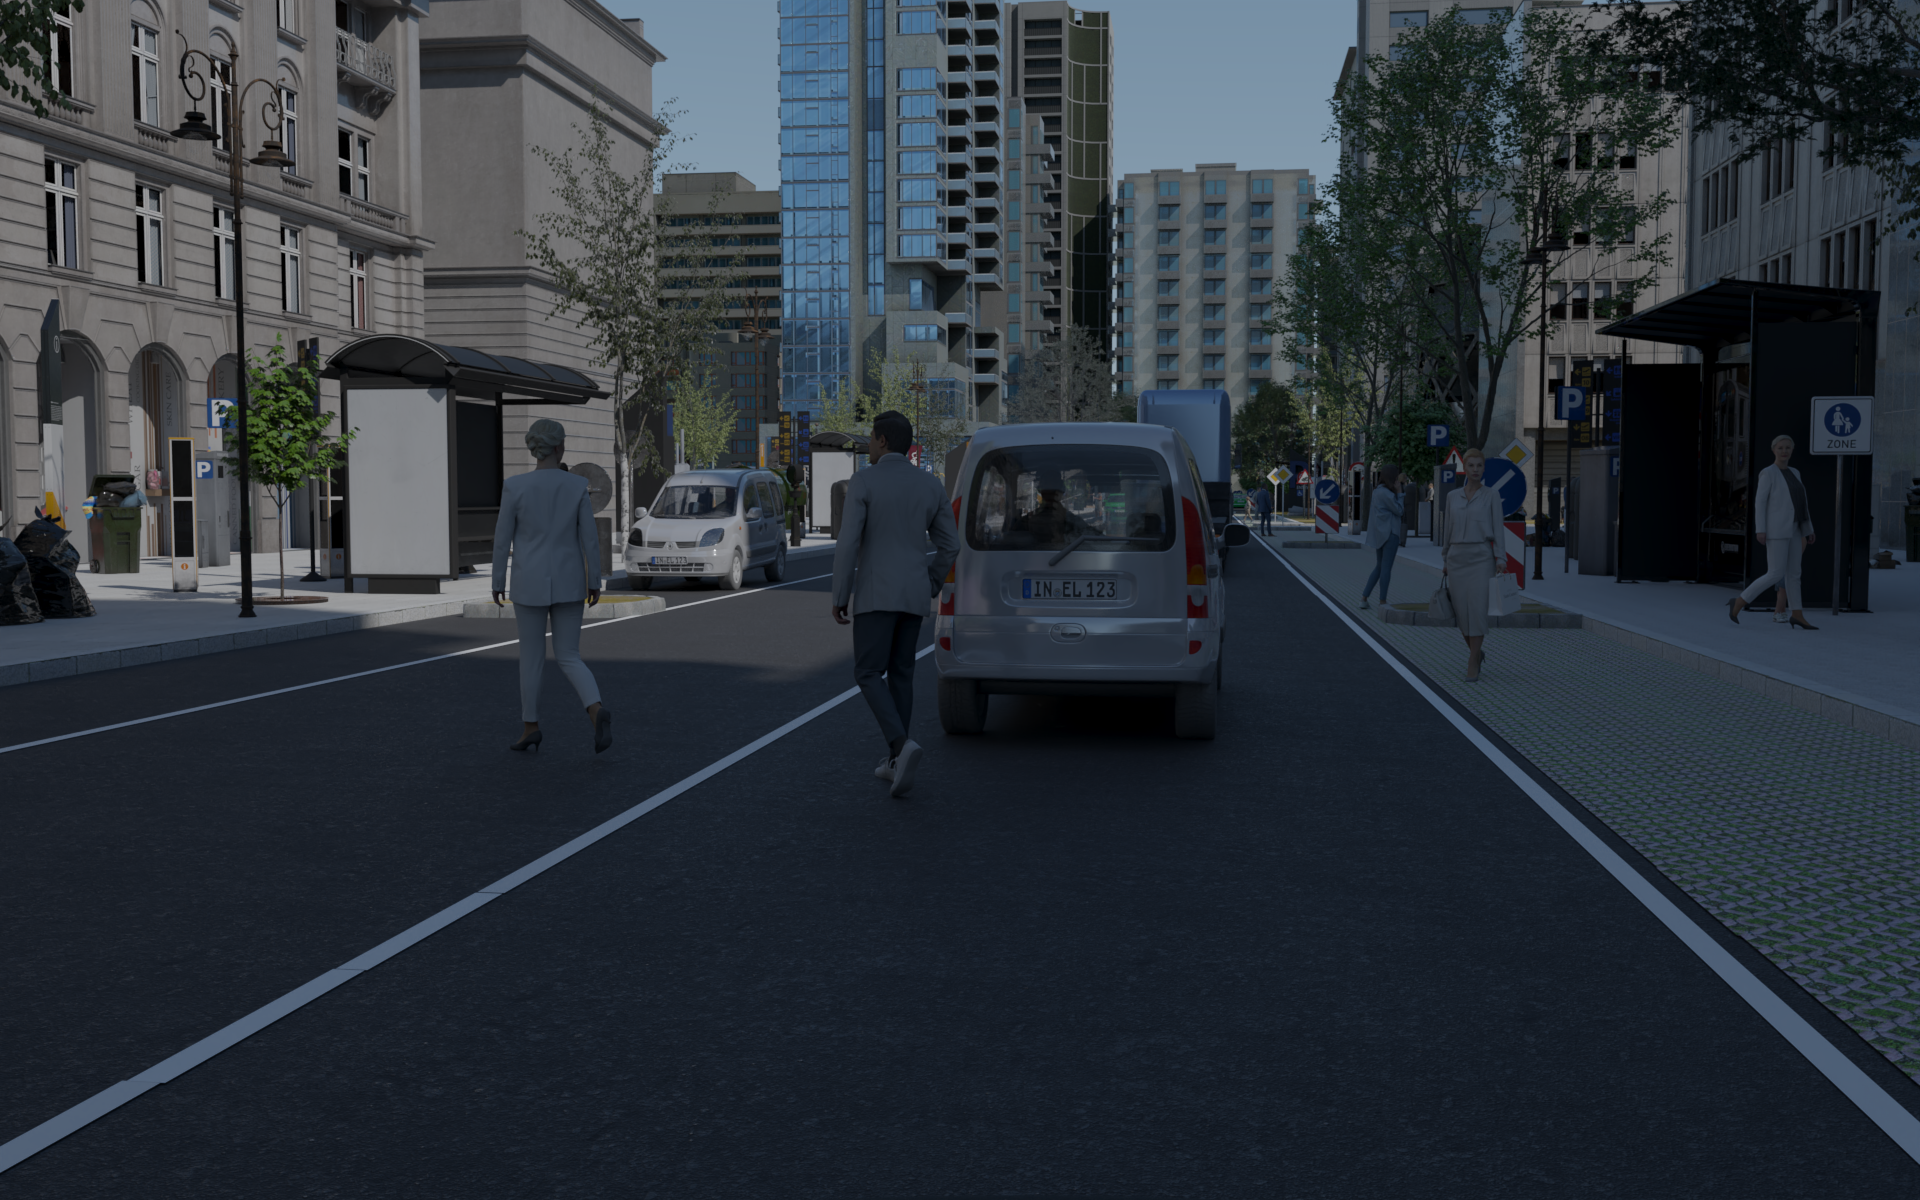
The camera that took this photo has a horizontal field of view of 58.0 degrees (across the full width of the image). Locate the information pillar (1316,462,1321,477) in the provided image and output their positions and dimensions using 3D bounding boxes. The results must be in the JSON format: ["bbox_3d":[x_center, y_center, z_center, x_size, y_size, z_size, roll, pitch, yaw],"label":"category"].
[{"bbox_3d":[26.301,-8.294,126.954,0.504,3.616,0.183,3,5,44],"label":"information pillar"}]

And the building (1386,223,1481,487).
[{"bbox_3d":[40.862,-18.022,136.467,13.314,21.916,24.055,1,4,8],"label":"building"}]

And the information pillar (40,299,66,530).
[{"bbox_3d":[-10.797,-1.792,20.647,0.183,3.616,0.504,-1,4,-12],"label":"information pillar"}]

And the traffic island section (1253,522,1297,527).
[{"bbox_3d":[13.962,-3.315,76.488,2.009,0.180,2.903,1,4,8],"label":"traffic island section"}]

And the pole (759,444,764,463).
[{"bbox_3d":[-7.998,-4.655,69.947,0.158,3.312,0.155,0,3,0],"label":"pole"}]

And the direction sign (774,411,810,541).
[{"bbox_3d":[-4.526,-3.387,47.381,0.876,3.537,0.379,1,4,12],"label":"direction sign"}]

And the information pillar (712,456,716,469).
[{"bbox_3d":[-14.600,-6.819,102.850,0.183,3.616,0.504,-1,4,-22],"label":"information pillar"}]

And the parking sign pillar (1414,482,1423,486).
[{"bbox_3d":[26.007,-6.775,99.248,1.447,3.967,1.447,-1,4,-17],"label":"parking sign pillar"}]

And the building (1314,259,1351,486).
[{"bbox_3d":[64.713,-34.397,254.267,23.993,40.220,32.217,1,4,8],"label":"building"}]

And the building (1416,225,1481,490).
[{"bbox_3d":[39.118,-15.211,116.152,16.820,18.784,16.811,1,4,8],"label":"building"}]

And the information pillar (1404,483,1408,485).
[{"bbox_3d":[22.794,-5.156,88.790,0.304,2.012,0.304,3,5,39],"label":"information pillar"}]

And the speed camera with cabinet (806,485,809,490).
[{"bbox_3d":[-11.023,-7.734,120.785,2.038,3.252,0.660,1,4,10],"label":"speed camera with cabinet"}]

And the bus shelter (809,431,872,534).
[{"bbox_3d":[-3.758,-3.924,58.078,2.014,3.302,5.546,1,4,8],"label":"bus shelter"}]

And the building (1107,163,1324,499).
[{"bbox_3d":[37.109,-38.758,253.300,30.456,49.044,23.786,1,4,8],"label":"building"}]

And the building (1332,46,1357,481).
[{"bbox_3d":[58.138,-37.305,199.178,28.713,52.752,27.495,1,4,8],"label":"building"}]

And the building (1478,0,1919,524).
[{"bbox_3d":[37.512,-16.491,87.652,19.932,24.808,12.078,1,4,8],"label":"building"}]

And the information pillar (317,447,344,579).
[{"bbox_3d":[-9.511,-1.331,26.259,0.304,2.012,0.304,3,5,41],"label":"information pillar"}]

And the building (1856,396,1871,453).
[{"bbox_3d":[59.821,-17.569,84.515,25.104,27.353,12.463,1,4,8],"label":"building"}]

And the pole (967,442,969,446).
[{"bbox_3d":[0.352,-4.527,67.856,0.158,3.312,0.155,0,3,0],"label":"pole"}]

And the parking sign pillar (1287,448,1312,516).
[{"bbox_3d":[19.930,-6.907,101.403,1.447,3.967,1.447,1,4,18],"label":"parking sign pillar"}]

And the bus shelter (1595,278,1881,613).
[{"bbox_3d":[9.526,-1.866,21.796,1.731,3.624,6.357,1,4,8],"label":"bus shelter"}]

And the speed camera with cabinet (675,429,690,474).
[{"bbox_3d":[-8.991,-3.602,53.222,0.660,3.252,2.038,-2,4,-34],"label":"speed camera with cabinet"}]

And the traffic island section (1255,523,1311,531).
[{"bbox_3d":[12.823,-2.832,68.584,2.009,0.180,2.903,1,4,8],"label":"traffic island section"}]

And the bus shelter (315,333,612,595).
[{"bbox_3d":[-6.848,-1.877,24.621,2.014,3.302,5.546,1,4,8],"label":"bus shelter"}]

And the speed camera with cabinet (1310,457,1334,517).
[{"bbox_3d":[19.820,-6.100,94.067,0.660,3.252,2.038,-1,4,-21],"label":"speed camera with cabinet"}]

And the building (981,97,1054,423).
[{"bbox_3d":[-4.242,-36.103,209.894,30.456,49.044,23.786,1,4,8],"label":"building"}]

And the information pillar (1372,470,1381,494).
[{"bbox_3d":[13.019,-3.022,53.900,0.304,2.012,0.304,-1,4,-11],"label":"information pillar"}]

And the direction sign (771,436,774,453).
[{"bbox_3d":[-6.987,-4.656,68.120,0.876,3.537,0.379,-1,4,-12],"label":"direction sign"}]

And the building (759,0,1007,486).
[{"bbox_3d":[-6.245,-52.376,169.012,22.319,86.520,31.000,1,4,8],"label":"building"}]

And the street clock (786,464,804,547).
[{"bbox_3d":[-4.014,-2.302,42.207,0.358,2.002,0.471,-3,4,-38],"label":"street clock"}]

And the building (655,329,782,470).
[{"bbox_3d":[-34.515,-22.504,212.973,28.899,21.520,27.650,1,4,8],"label":"building"}]

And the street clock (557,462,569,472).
[{"bbox_3d":[-9.127,-2.138,39.522,0.358,2.002,0.471,1,4,16],"label":"street clock"}]

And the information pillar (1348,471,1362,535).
[{"bbox_3d":[12.394,-3.052,54.395,0.304,2.012,0.304,-1,4,-18],"label":"information pillar"}]

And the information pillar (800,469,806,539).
[{"bbox_3d":[-4.672,-2.787,50.061,0.304,2.012,0.304,3,5,41],"label":"information pillar"}]

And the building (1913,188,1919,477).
[{"bbox_3d":[24.322,-14.962,22.124,11.434,29.767,29.804,1,4,8],"label":"building"}]

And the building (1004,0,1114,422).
[{"bbox_3d":[11.701,-49.974,255.320,20.611,71.187,20.563,1,4,8],"label":"building"}]

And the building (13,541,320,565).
[{"bbox_3d":[-21.322,-11.754,33.984,13.314,21.916,24.055,1,4,8],"label":"building"}]

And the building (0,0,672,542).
[{"bbox_3d":[-23.116,-13.175,57.211,24.055,21.916,13.314,1,4,8],"label":"building"}]

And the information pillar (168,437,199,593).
[{"bbox_3d":[-10.161,-1.112,22.674,0.304,2.012,0.304,-1,4,-21],"label":"information pillar"}]

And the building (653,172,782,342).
[{"bbox_3d":[-33.381,-39.086,262.759,21.600,48.544,21.300,1,4,8],"label":"building"}]

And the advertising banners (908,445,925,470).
[{"bbox_3d":[-2.350,-4.006,61.679,2.074,3.025,0.090,0,4,-8],"label":"advertising banners"}]

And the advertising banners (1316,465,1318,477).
[{"bbox_3d":[21.993,-6.705,105.815,0.090,3.025,2.074,2,4,27],"label":"advertising banners"}]

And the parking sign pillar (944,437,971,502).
[{"bbox_3d":[-0.061,-5.621,80.375,1.447,3.967,1.447,0,4,-6],"label":"parking sign pillar"}]

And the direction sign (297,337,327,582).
[{"bbox_3d":[-9.512,-2.041,25.367,0.379,3.537,0.876,-3,4,-38],"label":"direction sign"}]

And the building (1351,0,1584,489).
[{"bbox_3d":[49.817,-38.505,171.553,21.231,58.520,28.212,1,4,8],"label":"building"}]

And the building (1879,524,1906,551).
[{"bbox_3d":[28.652,-13.988,46.731,12.078,24.808,19.932,1,4,8],"label":"building"}]

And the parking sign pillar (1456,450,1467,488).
[{"bbox_3d":[28.880,-6.851,100.491,1.447,3.967,1.447,-3,4,-38],"label":"parking sign pillar"}]

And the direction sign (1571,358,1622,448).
[{"bbox_3d":[10.740,-2.277,29.220,0.876,3.537,0.379,3,5,42],"label":"direction sign"}]

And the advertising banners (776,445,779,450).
[{"bbox_3d":[-6.655,-3.999,61.573,0.090,3.025,2.074,1,4,8],"label":"advertising banners"}]

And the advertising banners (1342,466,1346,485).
[{"bbox_3d":[25.254,-7.192,113.775,2.074,3.025,0.090,-3,5,-42],"label":"advertising banners"}]

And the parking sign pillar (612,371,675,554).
[{"bbox_3d":[-6.852,-3.008,37.660,1.447,3.967,1.447,2,4,26],"label":"parking sign pillar"}]

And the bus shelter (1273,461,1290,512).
[{"bbox_3d":[23.493,-8.167,124.812,1.731,3.624,6.357,1,4,8],"label":"bus shelter"}]
